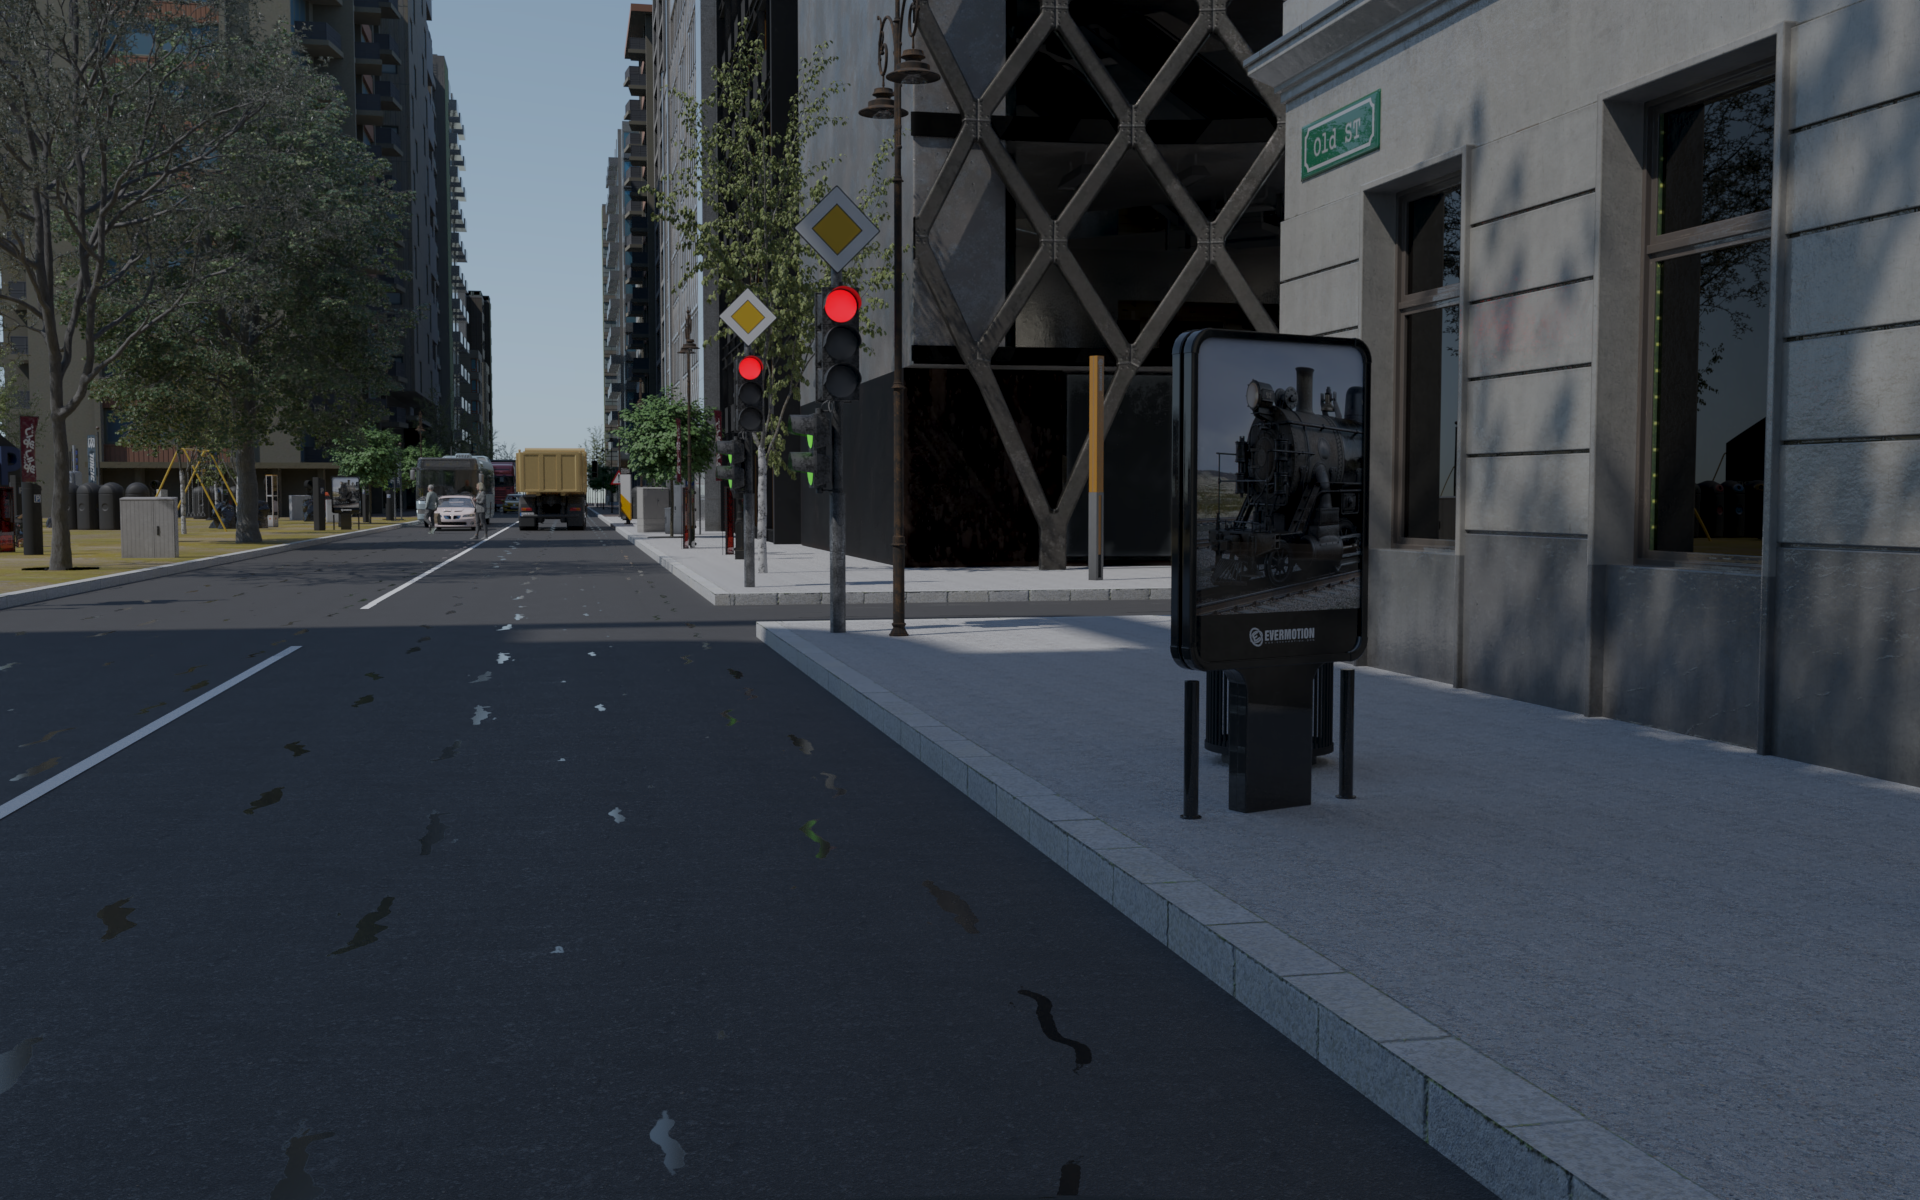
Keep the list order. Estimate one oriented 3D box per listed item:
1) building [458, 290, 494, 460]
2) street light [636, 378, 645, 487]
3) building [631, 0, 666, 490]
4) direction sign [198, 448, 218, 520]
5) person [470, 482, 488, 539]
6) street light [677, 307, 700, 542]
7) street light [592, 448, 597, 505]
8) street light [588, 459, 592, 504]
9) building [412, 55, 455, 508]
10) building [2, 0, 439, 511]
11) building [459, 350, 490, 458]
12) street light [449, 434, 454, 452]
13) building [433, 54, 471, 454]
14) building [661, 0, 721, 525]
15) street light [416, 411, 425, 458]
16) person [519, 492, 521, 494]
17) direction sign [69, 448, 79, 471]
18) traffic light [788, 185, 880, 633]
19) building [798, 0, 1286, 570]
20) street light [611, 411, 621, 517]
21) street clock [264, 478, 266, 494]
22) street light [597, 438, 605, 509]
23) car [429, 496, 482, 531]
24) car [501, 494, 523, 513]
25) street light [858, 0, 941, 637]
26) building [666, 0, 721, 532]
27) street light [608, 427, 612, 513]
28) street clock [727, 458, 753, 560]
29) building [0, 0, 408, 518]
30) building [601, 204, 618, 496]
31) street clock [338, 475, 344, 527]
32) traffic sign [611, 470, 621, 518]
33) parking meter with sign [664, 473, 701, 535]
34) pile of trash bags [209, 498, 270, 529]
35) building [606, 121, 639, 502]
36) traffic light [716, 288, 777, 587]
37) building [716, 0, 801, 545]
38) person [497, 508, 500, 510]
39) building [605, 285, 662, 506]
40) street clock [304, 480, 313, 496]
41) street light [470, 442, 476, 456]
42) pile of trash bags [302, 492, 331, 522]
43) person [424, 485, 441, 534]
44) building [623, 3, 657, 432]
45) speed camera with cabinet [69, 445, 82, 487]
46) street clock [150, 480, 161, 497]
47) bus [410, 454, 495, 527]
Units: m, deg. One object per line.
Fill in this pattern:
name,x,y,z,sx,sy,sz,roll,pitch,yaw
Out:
building,-72.596,-28.706,241.050,14.160,30.474,14.107,-1,4,-13
street light,-12.742,-5.898,69.227,0.468,5.910,1.993,-1,4,-13
building,-14.840,-42.449,132.285,20.563,71.187,20.611,-1,4,-13
direction sign,-36.700,-5.664,84.606,0.876,3.537,0.379,-1,4,-8
person,-15.218,-2.822,54.831,0.526,1.800,0.537,-2,4,-28
street light,-6.694,-4.282,42.806,0.468,5.910,1.993,-1,4,-13
street light,-35.898,-12.144,171.344,0.468,5.910,1.993,-1,4,-13
street light,-42.245,-13.842,199.098,0.468,5.910,1.993,-1,4,-13
building,-53.316,-28.857,155.412,14.154,41.232,14.086,-1,4,-13
building,-54.946,-33.236,132.653,28.713,52.752,27.495,-1,4,-13
building,-74.353,-22.867,218.921,27.650,21.520,28.899,-1,4,-13
street light,-36.052,-9.190,123.042,0.468,5.910,1.993,-1,4,-13
building,-65.829,-34.864,189.635,23.786,49.044,30.456,-1,4,-13
building,-8.602,-16.581,89.125,12.078,24.808,19.932,-1,4,-13
street light,-29.968,-7.557,96.352,0.468,5.910,1.993,-1,4,-13
person,-56.898,-13.163,223.845,1.348,1.807,0.705,1,4,18
direction sign,-44.175,-5.752,86.046,0.876,3.537,0.379,1,4,9
traffic light,-1.150,-1.653,15.946,0.839,4.253,0.868,-1,4,-13
building,6.038,-10.327,36.292,16.811,18.784,16.820,-1,4,-13
street light,-18.881,-7.535,95.988,0.468,5.910,1.993,-1,4,-13
street clock,-30.049,-4.328,75.336,0.358,2.002,0.471,0,4,6
street light,-29.664,-10.468,143.935,0.468,5.910,1.993,-1,4,-13
car,-20.107,-3.469,69.084,2.083,1.381,4.827,-1,4,-13
car,-33.281,-7.298,129.539,2.015,1.641,3.980,-1,4,-13
street light,-0.553,-2.612,15.491,0.468,5.910,1.993,-1,4,-13
building,-5.065,-15.382,69.525,12.078,24.808,19.932,-1,4,-13
street light,-23.491,-8.805,116.753,0.468,5.910,1.993,-1,4,-13
street clock,-4.309,-1.795,33.918,0.471,2.002,0.358,0,4,3
building,-46.305,-27.606,105.990,22.147,44.769,28.867,-1,4,-13
building,-43.804,-34.471,247.190,14.154,41.232,14.086,-1,4,-13
street clock,-23.903,-3.813,66.906,0.471,2.002,0.358,1,4,23
traffic sign,-18.644,-5.794,94.740,0.884,2.594,0.081,0,4,-5
parking meter with sign,-8.753,-3.589,54.938,0.543,3.016,1.738,-3,5,-45
pile of trash bags,-26.546,-3.322,64.073,1.912,1.369,3.447,-2,4,-33
building,-34.491,-37.077,225.820,23.786,49.044,30.456,-1,4,-13
traffic light,-2.916,-2.129,23.734,0.839,4.253,0.868,-1,4,-13
building,-0.458,-13.617,52.308,12.332,23.373,15.834,-1,4,-13
person,-42.591,-9.241,159.675,0.705,1.814,1.350,0,3,0
building,-24.732,-31.104,200.433,32.217,40.220,23.993,-1,4,-13
street clock,-34.316,-5.304,91.287,0.358,2.002,0.471,1,4,19
street light,-42.200,-10.840,150.021,0.468,5.910,1.993,-1,4,-13
pile of trash bags,-30.145,-4.423,82.066,1.912,1.369,3.447,-1,4,-18
person,-19.120,-3.297,62.888,0.515,1.767,0.782,1,4,16
building,-18.973,-30.755,157.475,22.147,44.769,28.867,-1,4,-13
speed camera with cabinet,-36.027,-4.693,71.060,0.660,3.252,2.038,1,4,8
street clock,-42.366,-5.300,91.224,0.471,2.002,0.358,1,4,13
bus,-22.832,-5.127,78.678,2.948,3.499,13.247,-1,4,-12
